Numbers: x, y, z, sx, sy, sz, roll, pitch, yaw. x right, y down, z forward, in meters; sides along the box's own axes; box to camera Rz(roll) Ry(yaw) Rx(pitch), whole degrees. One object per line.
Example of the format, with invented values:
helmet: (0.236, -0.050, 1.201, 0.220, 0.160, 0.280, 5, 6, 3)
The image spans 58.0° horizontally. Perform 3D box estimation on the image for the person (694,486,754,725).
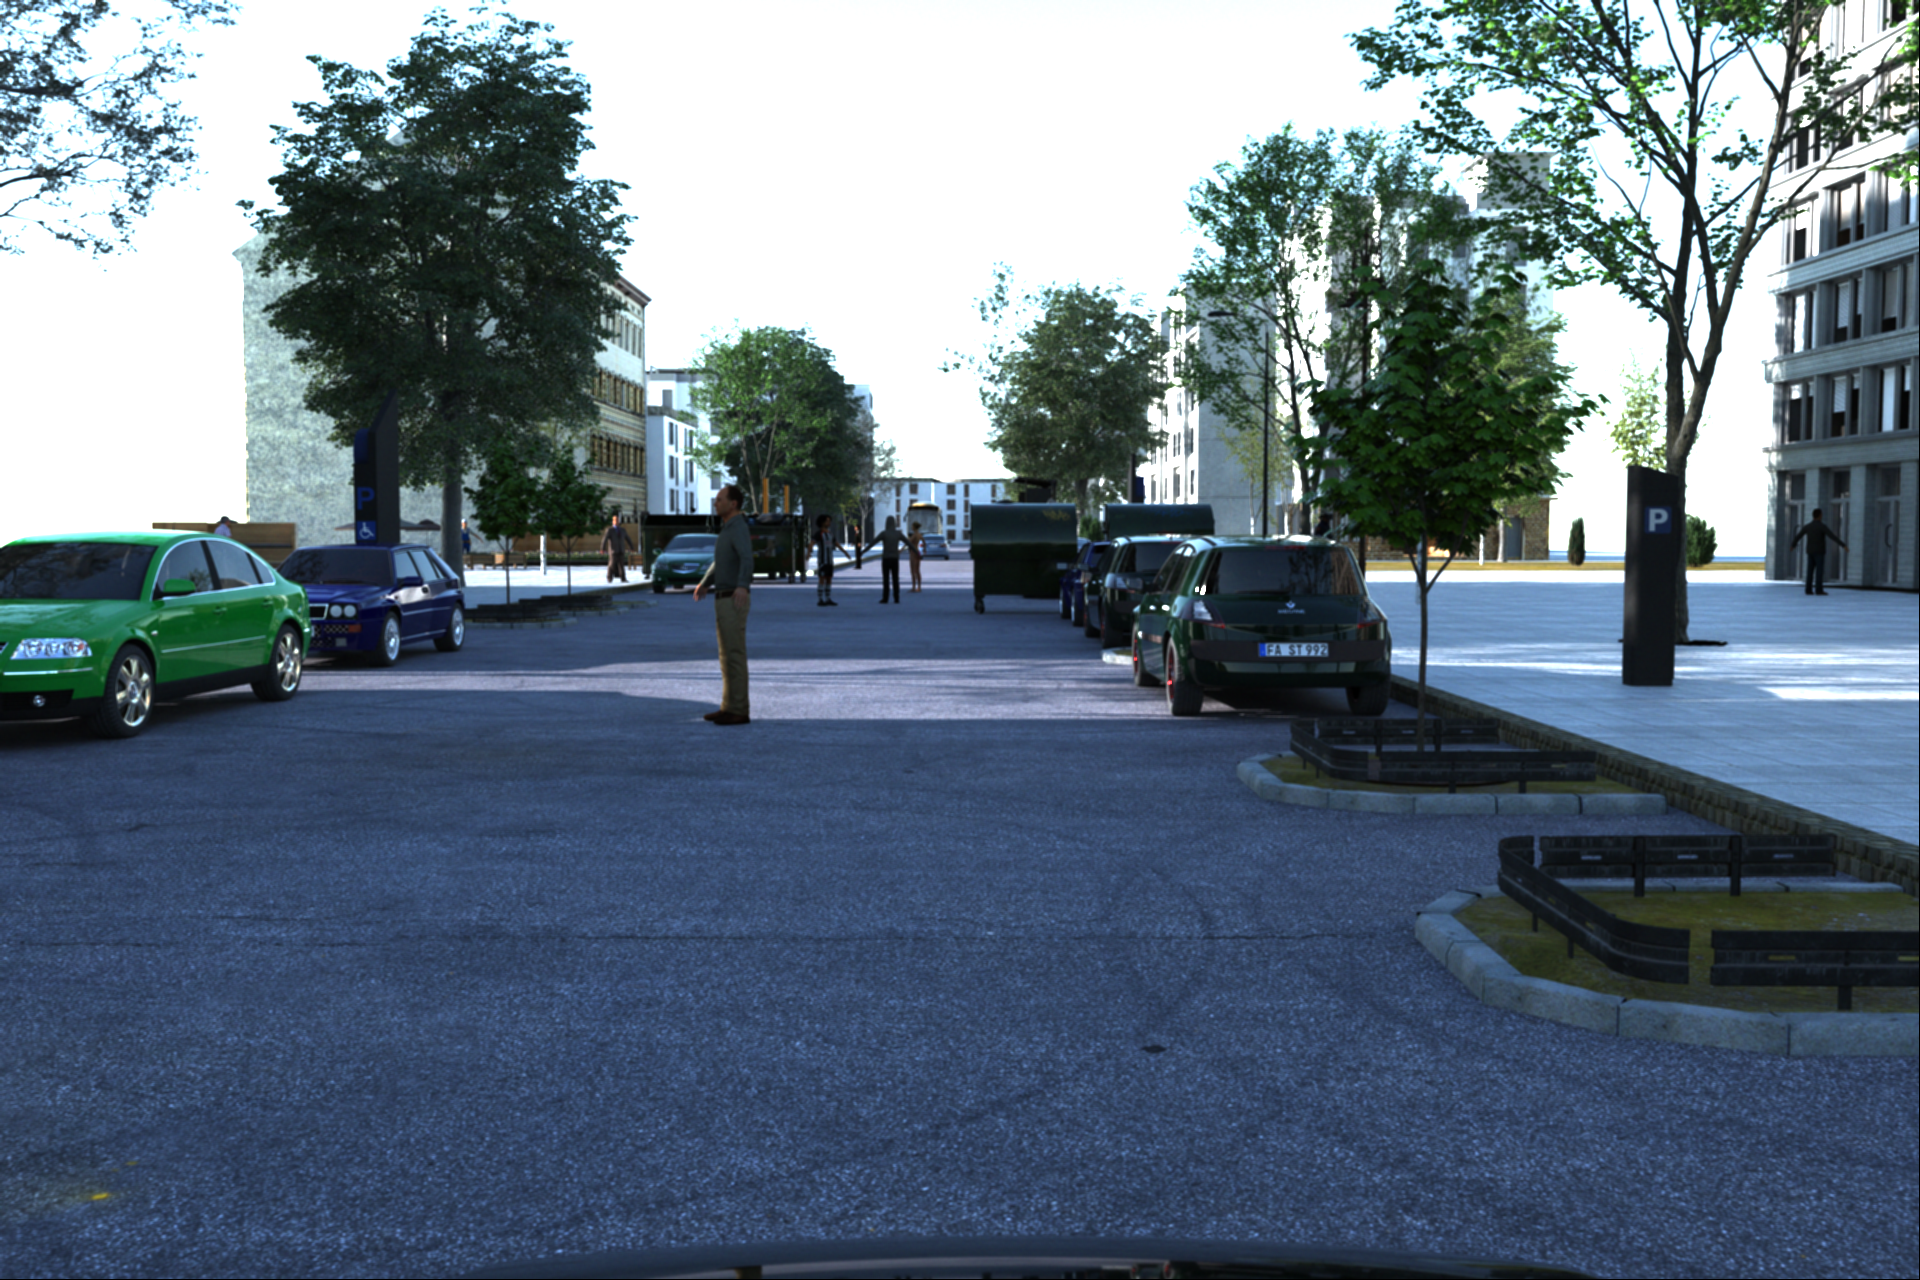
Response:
person: (-1.761, -0.270, 13.147, 0.705, 1.796, 1.348, -1, 4, -21)

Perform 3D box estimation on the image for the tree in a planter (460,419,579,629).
tree in a planter: (-7.079, -1.824, 27.037, 1.991, 3.239, 1.994, 0, 4, 1)

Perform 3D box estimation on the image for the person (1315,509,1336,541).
person: (7.828, -1.905, 37.015, 0.704, 1.845, 1.351, 2, 4, 29)

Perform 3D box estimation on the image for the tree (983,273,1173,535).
tree: (5.872, -10.941, 85.547, 9.857, 13.997, 8.962, 0, 3, 0)

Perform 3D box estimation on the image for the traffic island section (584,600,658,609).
traffic island section: (-7.030, -0.690, 34.154, 1.991, 0.108, 1.994, 0, 4, 1)

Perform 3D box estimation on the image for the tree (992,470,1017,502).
tree: (5.537, -13.050, 163.726, 4.360, 8.622, 3.978, 0, 3, 0)

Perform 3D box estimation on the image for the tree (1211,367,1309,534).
tree: (12.725, -7.698, 76.228, 4.360, 8.622, 3.978, 0, 3, 0)

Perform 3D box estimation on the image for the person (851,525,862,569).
person: (-4.192, -3.805, 70.847, 0.705, 1.806, 1.347, -1, 4, -17)

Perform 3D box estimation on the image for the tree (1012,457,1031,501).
tree: (6.104, -12.185, 149.581, 4.737, 8.622, 4.395, 0, 3, 0)

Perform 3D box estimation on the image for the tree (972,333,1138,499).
tree: (5.422, -11.749, 102.469, 12.009, 13.543, 11.850, 0, 3, 0)

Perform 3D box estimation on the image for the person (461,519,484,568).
person: (-18.698, -3.644, 65.443, 1.347, 1.847, 0.705, -1, 4, -20)

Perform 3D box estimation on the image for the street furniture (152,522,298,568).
street furniture: (-29.524, -3.716, 67.614, 11.010, 1.723, 9.812, -1, 4, -17)

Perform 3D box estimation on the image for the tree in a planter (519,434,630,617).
tree in a planter: (-7.016, -2.066, 30.995, 1.991, 3.239, 1.994, 0, 4, 1)

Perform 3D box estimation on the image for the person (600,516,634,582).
person: (-9.065, -2.405, 45.923, 0.990, 1.755, 0.434, -2, 4, -34)

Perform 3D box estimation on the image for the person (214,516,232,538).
person: (-17.025, -2.032, 40.205, 0.756, 1.711, 0.436, 3, 5, 44)

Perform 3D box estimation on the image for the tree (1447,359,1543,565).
tree: (22.051, -7.449, 72.148, 4.737, 8.622, 4.395, 0, 3, 0)

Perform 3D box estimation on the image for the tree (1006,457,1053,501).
tree: (6.006, -11.380, 136.422, 4.737, 8.622, 4.395, 0, 3, 0)

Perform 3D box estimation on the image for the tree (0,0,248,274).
tree: (-12.554, -6.528, 17.109, 12.009, 13.543, 11.850, 0, 3, 0)

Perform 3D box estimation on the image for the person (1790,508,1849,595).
person: (18.074, -1.863, 36.529, 0.705, 1.821, 1.348, -2, 4, -28)

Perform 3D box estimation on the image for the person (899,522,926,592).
person: (-1.164, -2.047, 42.723, 0.721, 1.733, 1.217, 2, 4, 31)

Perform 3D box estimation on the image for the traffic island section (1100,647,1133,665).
traffic island section: (2.621, 0.191, 19.739, 1.991, 0.108, 1.994, 0, 4, 0)

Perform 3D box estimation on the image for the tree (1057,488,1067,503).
tree: (14.908, -19.481, 252.932, 7.601, 10.594, 8.767, 0, 4, 3)

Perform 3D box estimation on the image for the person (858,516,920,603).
person: (-1.449, -1.672, 35.929, 1.348, 1.813, 0.705, -1, 4, -19)

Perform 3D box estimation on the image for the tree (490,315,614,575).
tree: (-13.106, -6.327, 53.814, 4.360, 8.622, 3.978, 0, 3, 0)

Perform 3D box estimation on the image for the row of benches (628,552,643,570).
row of benches: (-9.695, -2.816, 61.508, 4.104, 0.672, 1.422, 0, 4, 8)

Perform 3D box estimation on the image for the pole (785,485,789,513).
pole: (-7.263, -4.822, 72.680, 0.158, 3.312, 0.155, 0, 3, 0)

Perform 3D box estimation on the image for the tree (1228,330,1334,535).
tree: (11.910, -6.846, 62.288, 4.360, 8.622, 3.978, 0, 3, 0)

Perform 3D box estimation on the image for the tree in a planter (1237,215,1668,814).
tree in a planter: (2.627, -0.767, 9.758, 1.991, 3.239, 1.994, 0, 3, 0)

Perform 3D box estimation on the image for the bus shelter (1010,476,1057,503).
bus shelter: (3.106, -5.014, 73.263, 1.731, 3.624, 6.357, 0, 4, -1)

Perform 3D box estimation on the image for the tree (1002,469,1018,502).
tree: (5.590, -12.686, 157.776, 4.360, 8.622, 3.978, 0, 3, 0)

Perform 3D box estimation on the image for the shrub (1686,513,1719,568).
shrub: (28.032, -3.793, 66.063, 1.661, 2.075, 1.752, 0, 3, 0)

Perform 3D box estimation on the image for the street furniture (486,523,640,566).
street furniture: (-17.381, -3.982, 71.962, 9.812, 1.723, 11.010, -1, 4, -9)

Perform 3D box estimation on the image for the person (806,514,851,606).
person: (-2.672, -1.590, 34.594, 0.704, 1.843, 1.345, 2, 4, 35)

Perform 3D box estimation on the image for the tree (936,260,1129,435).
tree: (5.026, -16.173, 120.315, 12.611, 20.169, 13.585, 0, 3, 0)

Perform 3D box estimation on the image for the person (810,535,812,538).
person: (-7.162, -4.390, 78.492, 1.216, 1.740, 0.721, -1, 4, -14)

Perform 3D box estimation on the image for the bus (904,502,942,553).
bus: (-2.748, -8.860, 136.412, 2.896, 3.916, 12.252, 0, 4, 0)

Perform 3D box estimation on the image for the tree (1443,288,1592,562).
tree: (24.963, -9.882, 79.697, 7.486, 12.596, 7.792, 0, 3, 0)

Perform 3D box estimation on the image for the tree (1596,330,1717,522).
tree: (24.648, -6.825, 61.948, 4.737, 8.622, 4.395, 0, 3, 0)

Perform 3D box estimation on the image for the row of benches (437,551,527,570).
row of benches: (-17.439, -2.903, 62.927, 1.422, 0.672, 4.104, 3, 4, 36)

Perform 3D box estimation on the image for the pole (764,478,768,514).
pole: (-7.098, -4.255, 63.410, 0.158, 3.312, 0.155, 0, 3, 0)

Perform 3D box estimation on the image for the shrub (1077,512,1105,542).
shrub: (4.712, -3.615, 63.147, 1.661, 2.075, 1.752, 0, 3, 0)

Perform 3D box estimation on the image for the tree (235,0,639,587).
tree: (-12.452, -8.272, 41.904, 9.857, 13.997, 8.962, 0, 3, 0)
